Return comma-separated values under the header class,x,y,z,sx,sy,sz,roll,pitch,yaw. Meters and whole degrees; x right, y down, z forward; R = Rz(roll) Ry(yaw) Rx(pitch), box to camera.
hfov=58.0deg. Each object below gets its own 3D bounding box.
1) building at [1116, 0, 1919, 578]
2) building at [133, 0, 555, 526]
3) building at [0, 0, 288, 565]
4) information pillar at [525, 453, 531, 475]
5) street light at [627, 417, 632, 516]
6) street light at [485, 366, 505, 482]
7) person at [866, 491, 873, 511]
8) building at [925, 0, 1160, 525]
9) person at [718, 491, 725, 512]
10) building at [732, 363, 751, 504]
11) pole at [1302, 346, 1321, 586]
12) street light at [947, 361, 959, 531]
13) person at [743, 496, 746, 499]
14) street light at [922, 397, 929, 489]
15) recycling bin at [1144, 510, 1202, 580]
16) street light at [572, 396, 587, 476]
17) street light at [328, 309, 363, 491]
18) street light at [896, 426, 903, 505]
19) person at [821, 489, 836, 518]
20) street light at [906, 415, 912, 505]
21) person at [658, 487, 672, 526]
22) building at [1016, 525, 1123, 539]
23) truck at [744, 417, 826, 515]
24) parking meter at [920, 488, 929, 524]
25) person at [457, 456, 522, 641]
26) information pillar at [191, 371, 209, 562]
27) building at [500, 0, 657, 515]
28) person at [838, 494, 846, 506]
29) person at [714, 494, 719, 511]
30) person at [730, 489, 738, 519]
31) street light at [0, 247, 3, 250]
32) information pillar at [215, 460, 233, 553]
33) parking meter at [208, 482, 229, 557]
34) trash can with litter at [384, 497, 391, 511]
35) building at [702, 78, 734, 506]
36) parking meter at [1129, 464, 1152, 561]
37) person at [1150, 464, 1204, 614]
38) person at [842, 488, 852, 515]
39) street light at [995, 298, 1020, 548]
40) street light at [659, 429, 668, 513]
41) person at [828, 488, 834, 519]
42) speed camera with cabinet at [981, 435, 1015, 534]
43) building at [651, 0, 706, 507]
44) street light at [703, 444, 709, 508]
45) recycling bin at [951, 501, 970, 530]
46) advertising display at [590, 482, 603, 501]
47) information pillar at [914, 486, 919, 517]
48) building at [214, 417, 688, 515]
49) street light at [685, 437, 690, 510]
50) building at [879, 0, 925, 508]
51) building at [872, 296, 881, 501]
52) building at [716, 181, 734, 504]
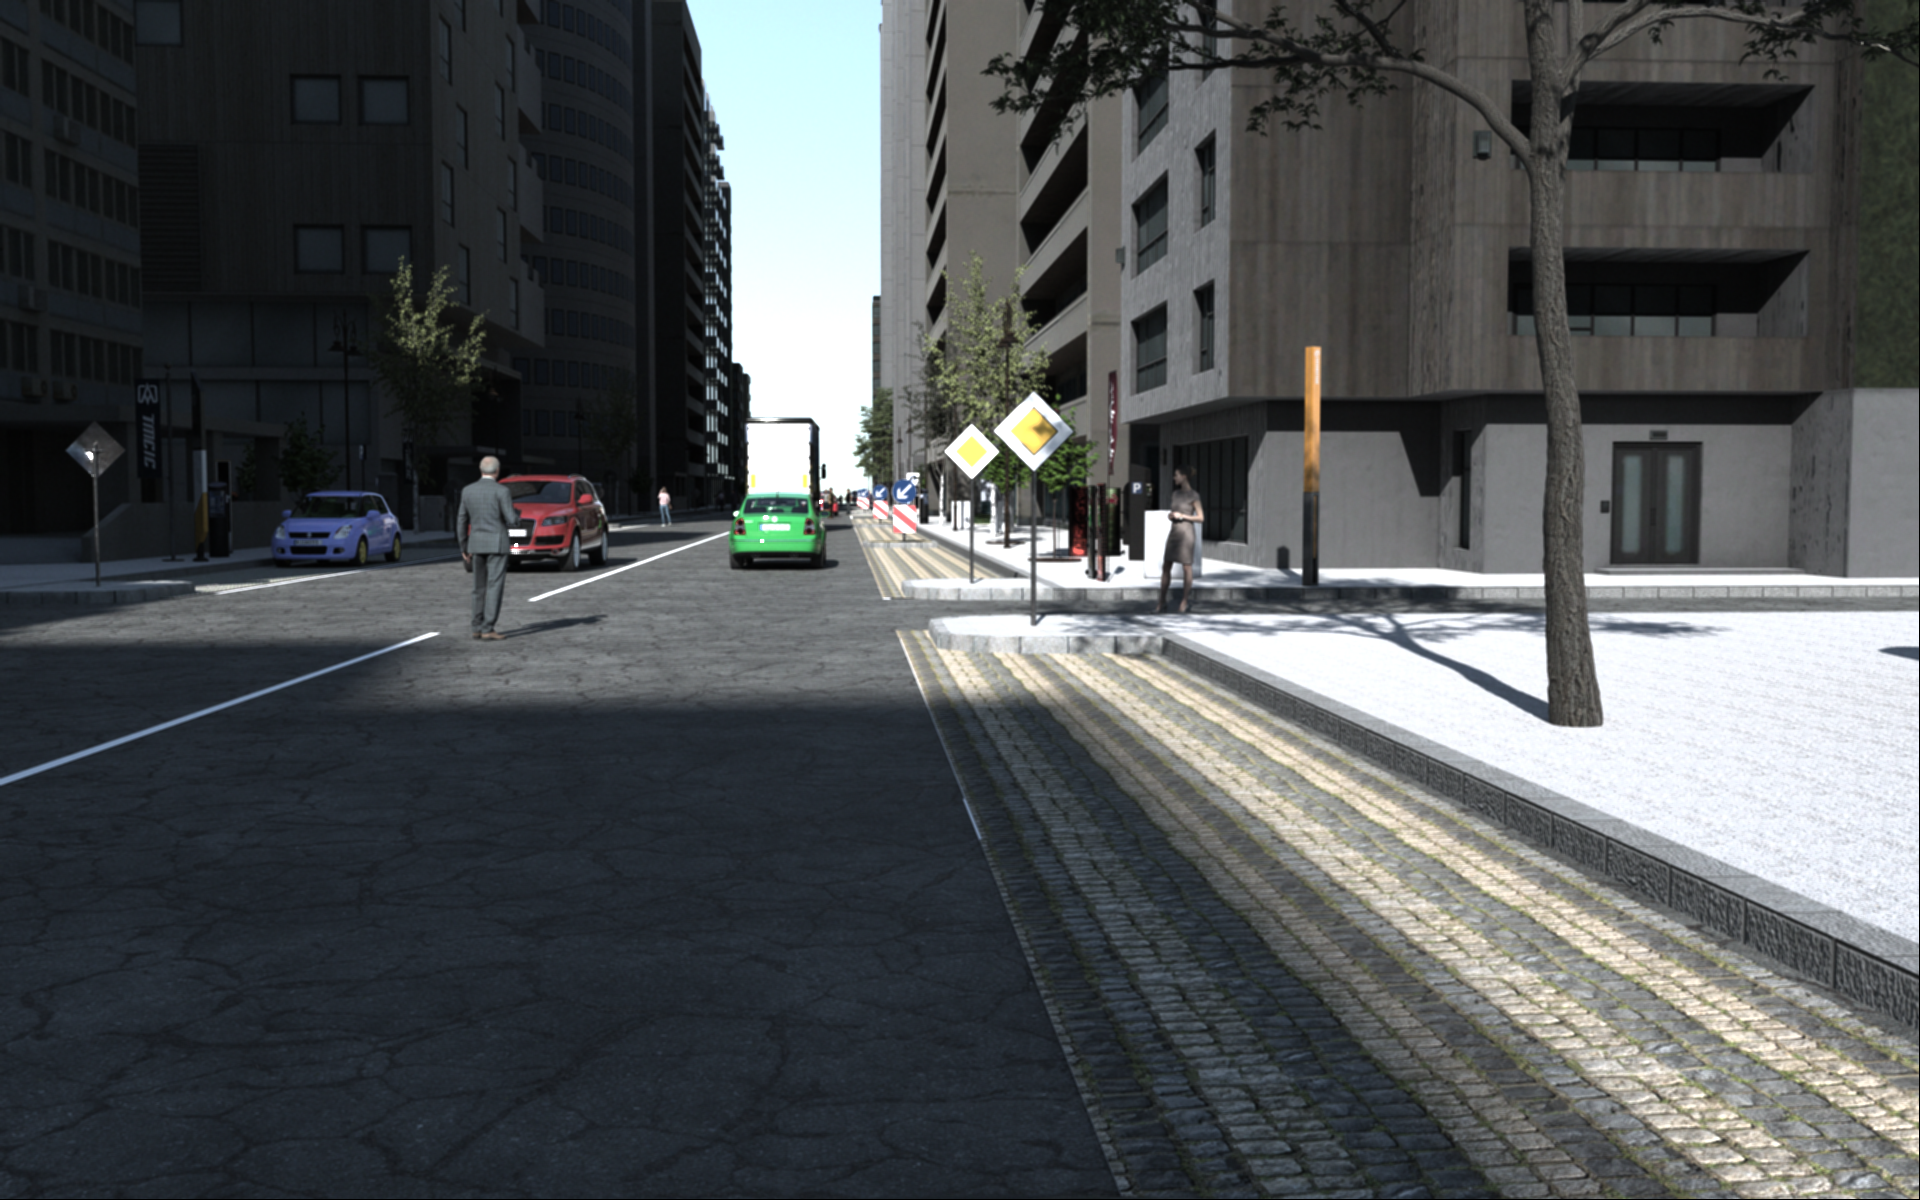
class,x,y,z,sx,sy,sz,roll,pitch,yaw
building,10.968,-15.941,32.340,14.107,30.474,14.160,0,4,-4
building,-33.573,-29.692,74.697,28.713,52.752,27.495,0,4,-4
building,-32.665,-21.092,36.741,32.217,40.220,23.993,0,4,-4
information pillar,-24.460,-6.534,98.190,0.183,3.616,0.504,1,4,16
street light,-19.240,-7.822,100.679,0.468,5.910,1.993,0,4,-4
street light,-16.719,-5.487,62.505,0.468,5.910,1.993,0,4,-4
person,-7.655,-8.399,146.746,0.541,1.710,0.530,1,4,15
building,9.328,-28.472,89.224,21.300,48.544,21.600,0,4,-4
person,-19.437,-8.026,140.655,0.436,1.711,0.756,3,5,45
building,-43.739,-24.244,241.421,27.650,21.520,28.899,0,4,-4
pole,4.889,-1.849,24.071,0.158,3.312,0.155,0,3,0
street light,-0.162,-5.349,60.252,0.468,5.910,1.993,0,4,-4
person,-20.123,-9.491,164.391,1.217,1.735,0.721,3,4,38
street light,-1.575,-6.567,80.164,0.468,5.910,1.993,0,4,-4
recycling bin,3.246,-0.845,26.363,0.722,1.027,0.722,2,4,24
street light,-17.932,-6.665,81.763,0.468,5.910,1.993,0,4,-4
street light,-15.351,-4.318,43.391,0.468,5.910,1.993,0,4,-4
street light,-4.111,-8.892,118.165,0.468,5.910,1.993,0,4,-4
person,-8.182,-5.893,105.644,1.217,1.735,0.721,0,4,7
street light,-2.877,-7.749,99.483,0.468,5.910,1.993,0,4,-4
person,-13.112,-4.163,77.161,0.593,1.750,0.643,-1,4,-21
building,13.610,-26.617,58.883,21.300,48.544,21.600,0,4,-4
truck,-6.890,-4.894,68.933,2.839,4.237,11.283,0,4,-3
parking meter,-1.542,-4.037,74.416,0.372,1.533,0.369,0,3,0
person,-4.618,-0.517,17.127,0.661,1.801,0.590,1,4,15
information pillar,-14.413,-2.537,32.830,0.183,3.616,0.504,-3,5,-42
building,-31.887,-34.821,111.315,21.231,58.520,28.212,0,4,-4
person,-11.918,-9.871,173.155,1.065,1.426,0.557,-1,4,-19
person,-20.172,-8.085,143.915,0.599,1.433,0.991,-1,4,-17
person,-13.171,-5.601,100.993,0.541,1.710,0.530,-3,5,-39
street light,-13.957,-3.149,24.279,0.468,5.910,1.993,0,4,-4
information pillar,-15.904,-2.015,37.438,0.304,2.012,0.304,-1,4,-23
parking meter,-15.065,-1.638,35.188,0.372,1.533,0.369,0,3,0
trash can with litter,-30.711,-5.001,93.151,1.055,1.170,0.624,0,4,8
building,-38.307,-35.311,196.940,23.786,49.044,30.456,0,4,-4
parking meter,3.486,-1.697,33.464,0.399,1.863,0.255,2,4,34
person,2.586,-0.719,20.594,0.374,1.781,0.599,-3,5,-40
person,-7.723,-6.781,119.380,0.705,1.822,1.348,-2,4,-28
street light,1.120,-4.172,41.007,0.468,5.910,1.993,0,4,-4
street light,-20.579,-9.016,120.206,0.468,5.910,1.993,0,4,-4
person,-7.556,-5.655,101.055,0.705,1.812,1.348,0,4,-7
speed camera with cabinet,1.244,-3.832,56.983,0.660,3.252,2.038,1,4,18
building,-35.387,-32.851,160.820,21.300,48.544,21.600,0,4,-4
street light,-23.304,-11.411,159.365,0.468,5.910,1.993,0,4,-4
recycling bin,0.103,-3.078,62.886,0.722,1.027,0.722,1,4,11
advertising display,-19.438,-5.313,92.073,0.974,1.923,0.123,-3,5,-42
information pillar,-2.448,-5.666,97.125,0.304,2.012,0.304,-1,4,-12
building,-38.534,-27.257,137.534,32.217,40.220,23.993,0,4,-4
street light,-21.886,-10.186,139.324,0.468,5.910,1.993,0,4,-4
building,1.014,-40.642,206.487,21.231,58.520,28.212,0,4,-4
building,-5.778,-29.370,251.894,14.160,30.474,14.107,0,4,-4
building,-36.361,-32.797,219.821,14.154,41.232,14.086,0,4,-4
